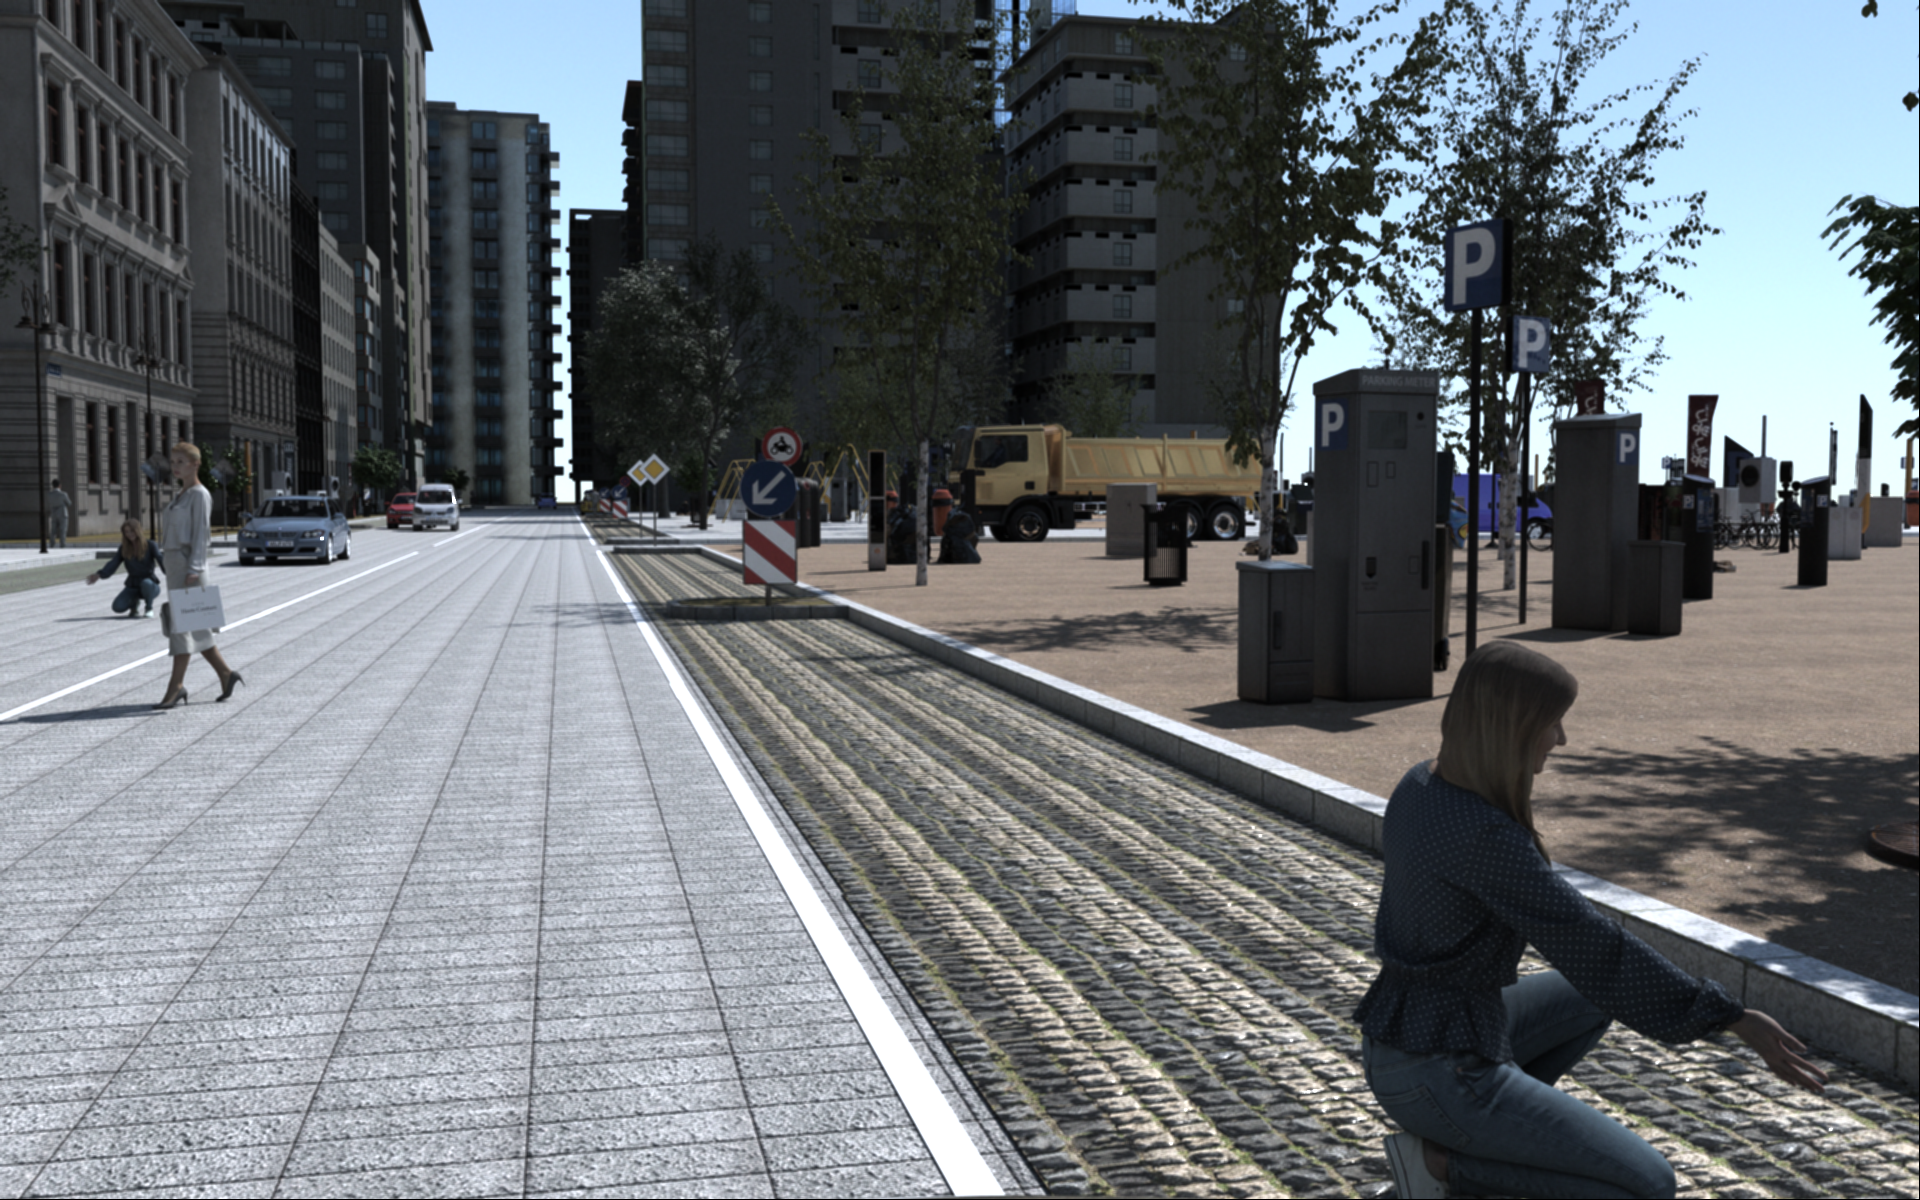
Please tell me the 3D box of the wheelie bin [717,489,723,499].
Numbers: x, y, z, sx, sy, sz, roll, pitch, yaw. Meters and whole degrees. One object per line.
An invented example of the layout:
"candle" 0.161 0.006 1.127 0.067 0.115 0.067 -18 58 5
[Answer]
"wheelie bin" -15.798 -6.366 111.994 0.980 1.594 0.693 2 4 31

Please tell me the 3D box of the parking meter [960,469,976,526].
"parking meter" 0.179 -2.144 40.762 0.255 1.863 0.399 -2 4 -25

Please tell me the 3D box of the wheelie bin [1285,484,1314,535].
"wheelie bin" 10.662 -2.845 54.430 0.980 1.594 0.693 -1 4 -18

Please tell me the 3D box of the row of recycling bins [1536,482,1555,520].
"row of recycling bins" 19.909 -3.095 57.711 1.069 1.692 3.534 1 4 10

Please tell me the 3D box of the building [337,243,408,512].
"building" -57.669 -17.495 131.080 27.650 21.520 28.899 -1 4 -13

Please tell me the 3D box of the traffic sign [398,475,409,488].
"traffic sign" -38.666 -7.353 120.222 0.884 2.594 0.081 0 4 -8

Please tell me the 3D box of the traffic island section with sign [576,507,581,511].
"traffic island section with sign" -31.940 -8.621 149.577 1.989 1.847 2.006 -1 4 -13

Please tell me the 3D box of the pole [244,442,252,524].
"pole" -27.718 -4.503 67.459 0.158 3.312 0.155 0 3 0

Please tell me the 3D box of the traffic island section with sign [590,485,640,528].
"traffic island section with sign" -14.725 -4.014 74.253 1.989 1.847 2.006 -1 4 -13

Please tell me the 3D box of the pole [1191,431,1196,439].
"pole" 7.510 -3.787 55.768 0.158 3.312 0.155 0 3 0

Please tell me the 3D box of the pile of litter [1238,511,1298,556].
"pile of litter" 6.525 -1.400 36.847 1.719 0.858 1.176 -3 4 -36

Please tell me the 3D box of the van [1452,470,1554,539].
"van" 14.945 -2.867 51.266 5.245 2.365 2.240 -1 4 -13

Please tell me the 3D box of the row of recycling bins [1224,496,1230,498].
"row of recycling bins" 19.793 -7.383 127.824 1.069 1.692 3.534 1 4 22

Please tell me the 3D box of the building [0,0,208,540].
"building" -32.748 -13.488 56.689 11.583 22.565 21.152 -1 4 -13

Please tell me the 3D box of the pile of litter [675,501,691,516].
"pile of litter" -16.224 -5.467 103.353 1.719 0.858 1.176 -2 4 -26

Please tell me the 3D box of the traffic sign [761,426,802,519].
"traffic sign" -3.363 -1.997 32.753 0.768 2.556 0.104 0 4 -5

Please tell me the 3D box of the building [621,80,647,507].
"building" -24.442 -32.404 184.431 22.147 44.769 28.867 -1 4 -13

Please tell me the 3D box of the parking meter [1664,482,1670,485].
"parking meter" 34.541 -4.818 84.485 0.255 1.863 0.399 -2 4 -28

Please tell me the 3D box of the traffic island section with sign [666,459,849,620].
"traffic island section with sign" -2.454 -0.725 20.485 1.989 1.847 2.006 -1 4 -13

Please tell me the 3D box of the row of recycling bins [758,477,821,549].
"row of recycling bins" -4.052 -2.070 40.955 1.069 1.692 3.534 0 4 7

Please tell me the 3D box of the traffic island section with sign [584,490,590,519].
"traffic island section with sign" -20.791 -5.638 100.801 1.989 1.847 2.006 -1 4 -13

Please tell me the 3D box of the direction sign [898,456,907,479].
"direction sign" -3.425 -6.804 103.238 0.379 3.537 0.876 3 4 37

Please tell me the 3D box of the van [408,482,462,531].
"van" -20.543 -3.724 67.898 2.013 2.044 4.112 -1 4 -15

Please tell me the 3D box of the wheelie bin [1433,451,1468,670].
"wheelie bin" 3.308 -0.306 12.904 0.980 1.594 0.693 1 4 21

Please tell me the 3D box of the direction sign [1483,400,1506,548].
"direction sign" 12.803 -3.029 41.529 0.876 3.537 0.379 -3 5 -39

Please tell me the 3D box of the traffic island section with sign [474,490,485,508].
"traffic island section with sign" -48.612 -10.073 173.317 1.989 1.847 2.006 -1 4 -13

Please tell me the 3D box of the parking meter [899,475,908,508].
"parking meter" -1.763 -2.966 54.207 0.255 1.863 0.399 0 4 -5

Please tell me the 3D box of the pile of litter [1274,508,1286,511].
"pile of litter" 10.403 -2.570 55.983 1.719 0.858 1.176 2 4 35

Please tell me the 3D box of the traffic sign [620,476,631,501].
"traffic sign" -23.466 -7.421 121.447 0.768 2.556 0.104 0 4 -7

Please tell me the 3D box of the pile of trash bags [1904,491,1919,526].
"pile of trash bags" 26.052 -2.175 45.319 3.447 1.369 1.912 -1 4 -23

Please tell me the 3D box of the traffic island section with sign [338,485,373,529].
"traffic island section with sign" -25.403 -3.859 71.726 1.989 1.847 2.006 -1 4 -13

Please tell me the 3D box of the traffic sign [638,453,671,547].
"traffic sign" -7.460 -2.364 42.302 0.795 2.450 0.064 -1 4 -13

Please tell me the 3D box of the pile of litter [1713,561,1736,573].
"pile of litter" 12.363 -0.924 29.077 1.176 0.858 1.719 1 4 12

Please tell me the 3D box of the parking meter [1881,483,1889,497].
"parking meter" 50.986 -5.491 95.489 0.399 1.863 0.255 -2 4 -33

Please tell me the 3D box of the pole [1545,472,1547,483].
"pole" 46.169 -8.724 136.483 0.158 3.312 0.155 0 3 0

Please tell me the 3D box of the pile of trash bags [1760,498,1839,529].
"pile of trash bags" 30.726 -3.294 63.617 1.912 1.369 3.447 -1 4 -20

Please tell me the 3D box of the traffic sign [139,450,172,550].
"traffic sign" -18.427 -2.213 39.826 0.795 2.450 0.064 -1 4 -13

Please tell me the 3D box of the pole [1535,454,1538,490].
"pole" 29.392 -5.780 88.350 0.158 3.312 0.155 0 3 0

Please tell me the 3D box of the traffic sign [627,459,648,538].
"traffic sign" -9.239 -2.841 50.087 0.795 2.450 0.064 -1 4 -13

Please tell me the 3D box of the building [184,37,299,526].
"building" -35.633 -13.895 76.340 9.793 20.994 18.267 -1 4 -13

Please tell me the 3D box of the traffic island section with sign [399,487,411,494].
"traffic island section with sign" -31.576 -5.511 98.739 1.989 1.847 2.006 -1 4 -13

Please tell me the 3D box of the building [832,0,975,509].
"building" -14.131 -34.758 157.530 28.713 52.752 27.495 -1 4 -13

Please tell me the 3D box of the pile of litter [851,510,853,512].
"pile of litter" -8.236 -6.769 124.633 1.176 0.858 1.719 1 4 21

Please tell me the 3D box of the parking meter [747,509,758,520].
"parking meter" -6.822 -3.135 56.973 0.399 1.863 0.255 -1 4 -22

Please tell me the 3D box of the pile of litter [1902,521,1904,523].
"pile of litter" 41.952 -3.777 75.713 1.176 0.858 1.719 -1 4 -12

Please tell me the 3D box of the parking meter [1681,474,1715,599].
"parking meter" 9.043 -0.784 21.236 0.372 1.533 0.369 0 3 0

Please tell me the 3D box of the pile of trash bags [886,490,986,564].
"pile of trash bags" -0.480 -1.436 33.233 1.912 1.369 3.447 0 4 4

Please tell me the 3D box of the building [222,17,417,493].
"building" -56.273 -28.710 152.998 14.154 41.232 14.086 -1 4 -13

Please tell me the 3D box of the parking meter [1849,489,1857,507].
"parking meter" 46.502 -4.999 90.138 0.372 1.533 0.369 0 3 0

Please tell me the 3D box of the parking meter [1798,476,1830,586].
"parking meter" 11.994 -0.974 24.329 0.372 1.533 0.369 0 3 0

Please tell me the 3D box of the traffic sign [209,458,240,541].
"traffic sign" -20.206 -2.689 47.611 0.795 2.450 0.064 -1 4 -13

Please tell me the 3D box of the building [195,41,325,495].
"building" -41.655 -16.066 92.351 12.332 23.373 15.834 -1 4 -13

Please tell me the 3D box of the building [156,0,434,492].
"building" -67.870 -35.771 174.088 27.495 52.752 28.713 -1 4 -13

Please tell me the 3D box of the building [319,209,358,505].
"building" -44.344 -15.524 108.568 10.420 20.320 16.860 -1 4 -13

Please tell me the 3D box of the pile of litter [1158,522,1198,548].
"pile of litter" 4.837 -1.701 41.778 1.719 0.858 1.176 2 4 24

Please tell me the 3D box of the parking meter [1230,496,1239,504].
"parking meter" 12.056 -4.140 76.100 0.372 1.533 0.369 0 3 0

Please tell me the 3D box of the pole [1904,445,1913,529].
"pole" 34.904 -4.274 63.727 0.158 3.312 0.155 0 3 0

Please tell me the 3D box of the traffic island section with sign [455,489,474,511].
"traffic island section with sign" -42.580 -8.460 146.953 1.989 1.847 2.006 -1 4 -13
